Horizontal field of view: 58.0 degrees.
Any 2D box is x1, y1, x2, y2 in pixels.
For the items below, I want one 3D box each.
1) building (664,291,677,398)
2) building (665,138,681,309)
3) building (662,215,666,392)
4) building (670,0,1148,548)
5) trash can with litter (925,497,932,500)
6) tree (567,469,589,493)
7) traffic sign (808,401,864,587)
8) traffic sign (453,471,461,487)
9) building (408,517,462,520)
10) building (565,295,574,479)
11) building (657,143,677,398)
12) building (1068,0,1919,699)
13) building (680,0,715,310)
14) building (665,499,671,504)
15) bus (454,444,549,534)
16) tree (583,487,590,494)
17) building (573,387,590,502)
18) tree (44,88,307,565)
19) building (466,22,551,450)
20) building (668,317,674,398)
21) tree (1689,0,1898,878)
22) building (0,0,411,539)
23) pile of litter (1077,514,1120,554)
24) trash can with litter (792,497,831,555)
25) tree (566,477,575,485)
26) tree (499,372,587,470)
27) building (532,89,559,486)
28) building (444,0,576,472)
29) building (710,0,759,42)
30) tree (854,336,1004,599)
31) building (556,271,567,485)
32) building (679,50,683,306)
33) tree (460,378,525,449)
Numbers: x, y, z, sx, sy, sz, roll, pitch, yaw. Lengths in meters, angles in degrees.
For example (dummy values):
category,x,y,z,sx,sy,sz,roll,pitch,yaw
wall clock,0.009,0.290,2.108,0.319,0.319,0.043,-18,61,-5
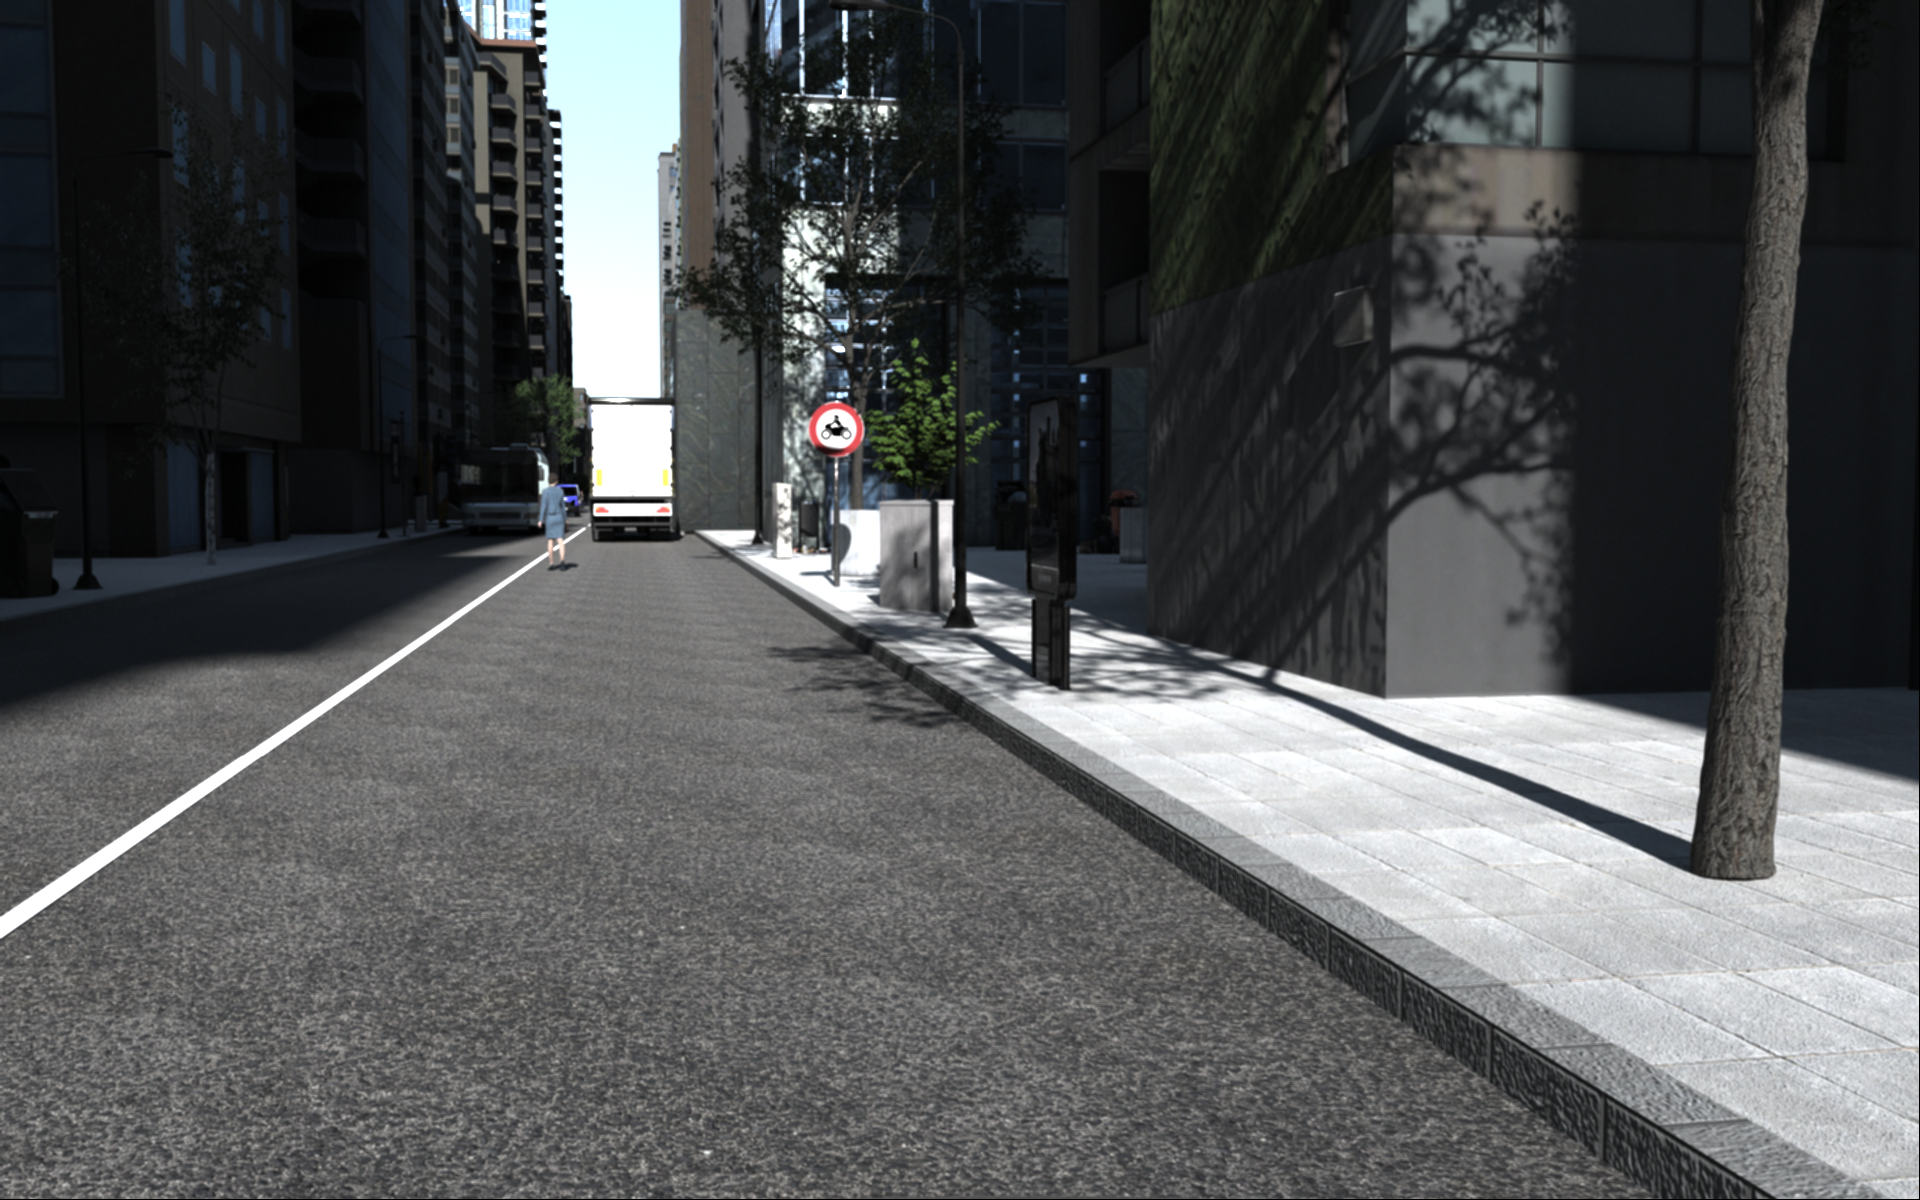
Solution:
category,x,y,z,sx,sy,sz,roll,pitch,yaw
building,-35.144,-29.105,247.564,14.160,30.474,14.107,-1,4,-11
building,-23.627,-36.348,213.899,23.786,49.044,30.456,-1,4,-11
building,-34.869,-39.759,269.675,23.786,49.044,30.456,-1,4,-11
building,1.985,-45.421,55.303,22.319,86.520,31.000,-1,4,-11
trash can with litter,-0.720,-1.727,39.293,1.678,1.210,2.233,-1,4,-13
tree,-49.820,-14.817,225.968,4.285,4.588,4.351,0,3,0
traffic sign,-1.703,-1.455,23.903,0.768,2.556,0.104,0,4,-3
traffic sign,-20.154,-4.071,70.202,0.795,2.450,0.064,-1,4,-11
building,-39.855,-24.308,89.313,32.217,40.220,23.993,-1,4,-11
building,-61.084,-28.663,240.337,14.160,30.474,14.107,-1,4,-11
building,-41.124,-46.239,298.005,21.231,58.520,28.212,-1,4,-11
building,8.297,-20.427,17.579,14.154,41.232,14.086,-1,4,-11
building,-10.363,-28.074,109.117,14.600,45.320,14.200,-1,4,-11
building,-7.984,-27.466,140.946,32.217,40.220,23.993,-1,4,-11
bus,-16.786,-4.252,64.387,2.948,3.499,13.247,-1,4,-12
tree,-57.226,-16.535,264.943,1.663,3.219,1.824,0,3,0
building,-76.774,-27.328,291.848,27.650,21.520,28.899,-1,4,-11
tree,-13.776,-4.948,31.269,4.360,8.622,3.978,0,3,0
building,-50.466,-31.124,163.498,22.147,44.769,28.867,-1,4,-11
building,-16.915,-20.828,185.584,27.650,21.520,28.899,-1,4,-11
tree,2.956,-4.351,5.543,7.601,10.594,8.767,0,4,-5
building,-27.284,-25.051,59.691,14.200,45.320,14.600,-1,4,-11
pile of litter,3.067,-1.429,37.330,1.719,0.858,1.176,1,4,17
trash can with litter,-2.927,-1.637,37.820,2.233,1.210,1.678,-3,5,-44
tree,-44.795,-12.518,199.274,1.663,3.219,1.824,0,3,0
tree,-35.618,-13.549,147.273,9.928,11.665,9.643,0,3,0
building,-51.105,-32.729,185.229,14.600,45.320,14.200,-1,4,-11
building,-69.547,-57.982,260.681,22.319,86.520,31.000,-1,4,-11
building,-5.297,-24.746,88.190,14.086,41.232,14.154,-1,4,-11
tree,-0.569,-1.640,21.417,1.663,3.219,1.824,0,3,0
building,-56.646,-27.065,214.209,14.160,30.474,14.107,-1,4,-11
building,-19.106,-29.290,162.486,14.154,41.232,14.086,-1,4,-11
tree,-29.210,-9.731,109.464,4.360,8.622,3.978,0,3,0
